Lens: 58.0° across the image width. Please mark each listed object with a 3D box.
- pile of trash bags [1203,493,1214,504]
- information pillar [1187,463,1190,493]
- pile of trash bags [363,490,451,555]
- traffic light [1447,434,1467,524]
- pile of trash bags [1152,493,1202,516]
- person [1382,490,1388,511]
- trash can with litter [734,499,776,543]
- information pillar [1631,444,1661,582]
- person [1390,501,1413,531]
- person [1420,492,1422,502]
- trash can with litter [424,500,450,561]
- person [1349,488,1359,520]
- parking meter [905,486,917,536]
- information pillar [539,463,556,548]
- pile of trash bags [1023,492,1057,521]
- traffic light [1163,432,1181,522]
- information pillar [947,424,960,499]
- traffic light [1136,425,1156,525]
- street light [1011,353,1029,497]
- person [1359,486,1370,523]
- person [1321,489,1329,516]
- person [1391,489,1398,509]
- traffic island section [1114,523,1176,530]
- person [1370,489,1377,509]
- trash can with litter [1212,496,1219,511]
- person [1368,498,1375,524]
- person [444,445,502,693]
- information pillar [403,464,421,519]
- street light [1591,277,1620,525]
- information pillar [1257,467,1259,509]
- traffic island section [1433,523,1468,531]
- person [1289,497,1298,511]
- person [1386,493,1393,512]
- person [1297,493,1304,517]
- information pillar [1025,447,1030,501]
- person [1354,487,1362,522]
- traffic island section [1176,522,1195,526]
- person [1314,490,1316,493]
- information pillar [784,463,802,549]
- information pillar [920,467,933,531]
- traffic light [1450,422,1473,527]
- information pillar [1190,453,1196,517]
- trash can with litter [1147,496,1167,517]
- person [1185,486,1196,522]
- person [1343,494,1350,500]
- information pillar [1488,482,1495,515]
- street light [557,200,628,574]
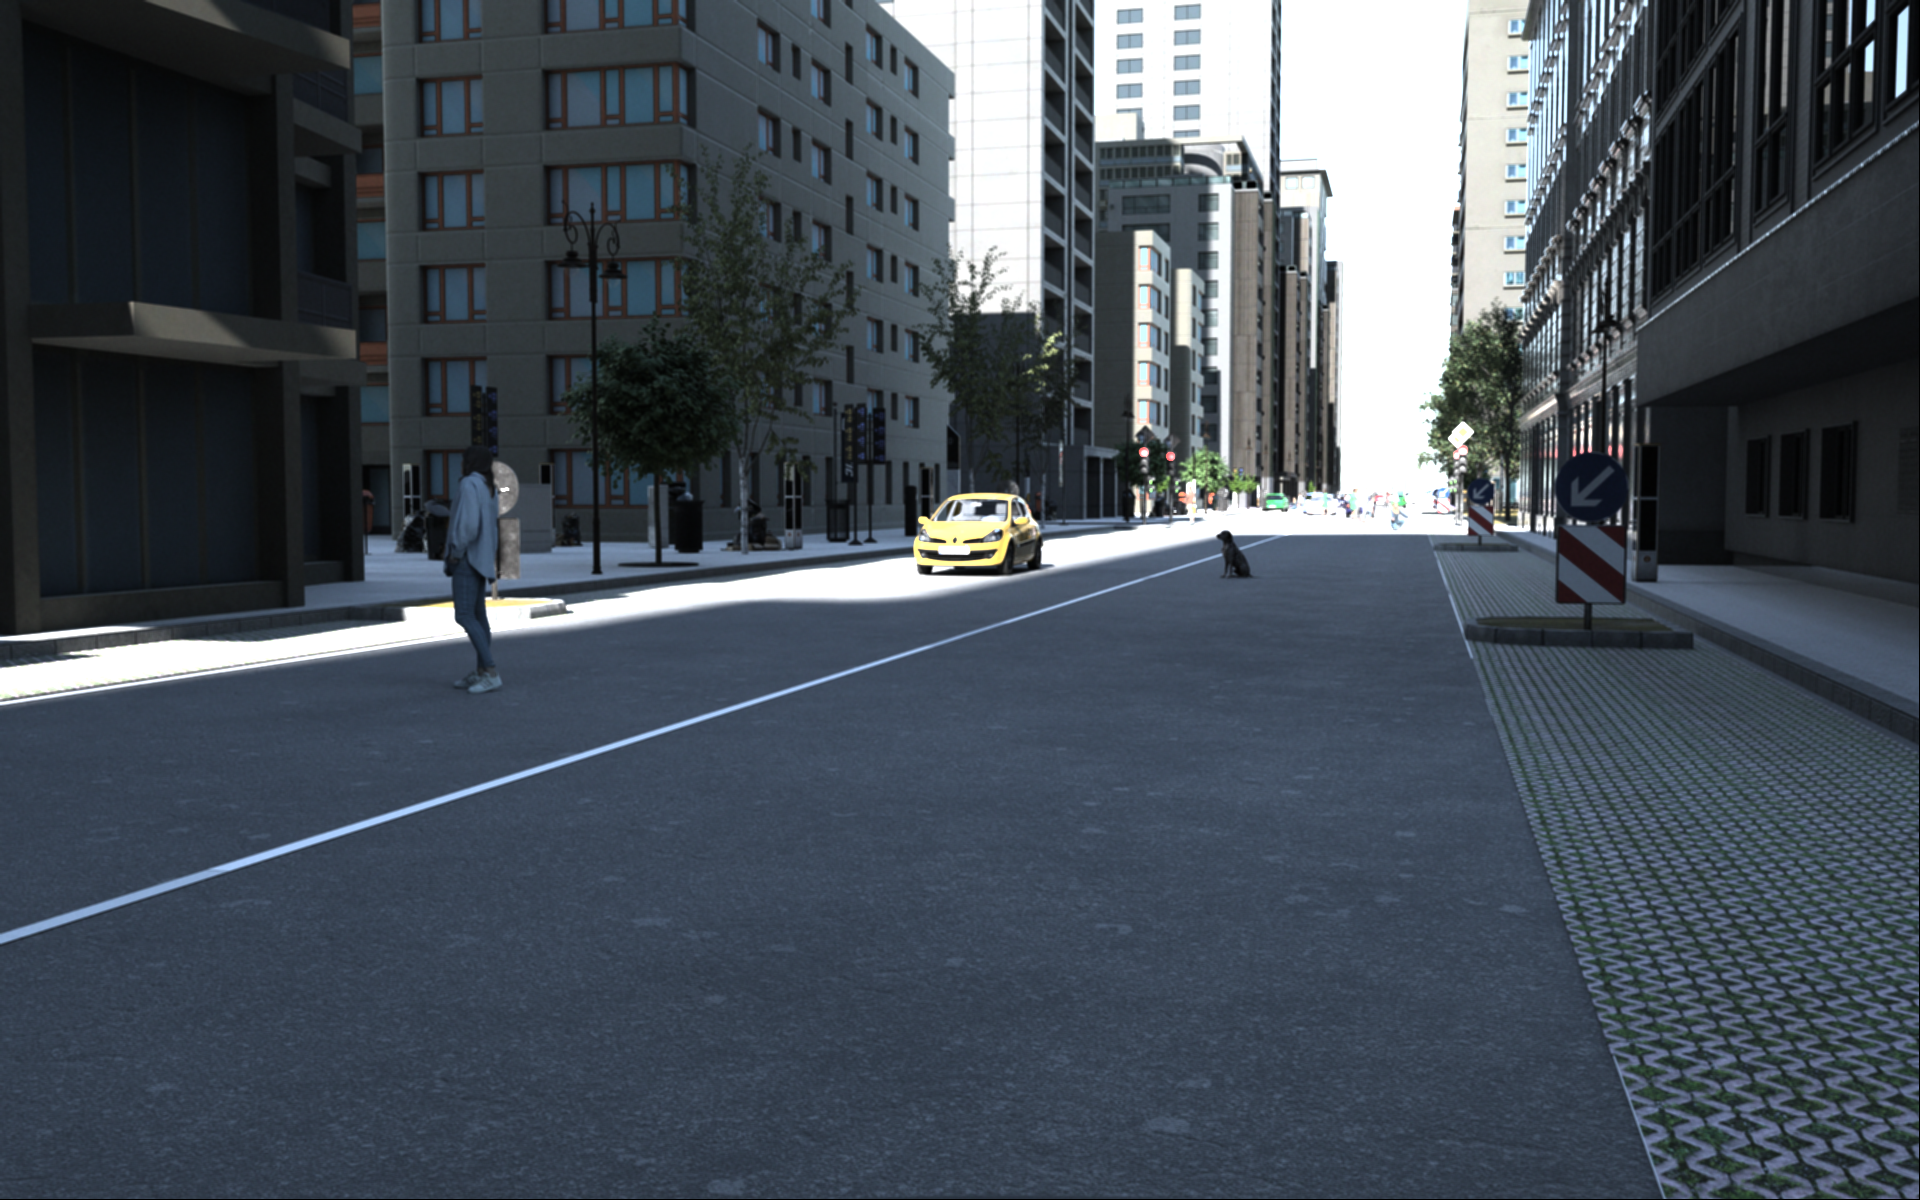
[{"bbox_3d":[19.943,-8.300,145.453,3.447,1.369,1.912,3,5,40],"label":"pile of trash bags"},{"bbox_3d":[16.400,-8.086,123.568,0.504,3.616,0.183,-1,4,-21],"label":"information pillar"},{"bbox_3d":[-11.713,-1.718,37.841,3.447,1.369,1.912,-3,5,-42],"label":"pile of trash bags"},{"bbox_3d":[21.596,-5.282,75.287,0.839,4.253,0.868,1,4,15],"label":"traffic light"},{"bbox_3d":[12.700,-5.696,102.886,1.912,1.369,3.447,2,4,28],"label":"pile of trash bags"},{"bbox_3d":[35.431,-8.292,144.262,0.526,1.800,0.537,1,4,10],"label":"person"},{"bbox_3d":[-5.377,-2.098,45.686,1.055,1.170,0.624,-3,5,-44],"label":"trash can with litter"},{"bbox_3d":[10.028,-1.274,25.324,0.304,2.012,0.304,0,4,8],"label":"information pillar"},{"bbox_3d":[17.118,-3.268,67.435,1.012,1.151,0.738,-1,4,-14],"label":"person"},{"bbox_3d":[75.687,-16.814,284.084,0.721,1.739,1.217,-1,4,-9],"label":"person"},{"bbox_3d":[-9.961,-1.361,33.643,0.624,1.170,1.055,-3,5,-43],"label":"trash can with litter"},{"bbox_3d":[22.100,-5.406,97.141,0.600,1.795,0.529,1,4,10],"label":"person"},{"bbox_3d":[-1.497,-2.719,52.867,0.372,1.533,0.369,0,3,0],"label":"parking meter"},{"bbox_3d":[-9.872,-2.260,41.448,0.304,2.012,0.304,0,4,-2],"label":"information pillar"},{"bbox_3d":[3.688,-4.447,82.463,1.912,1.369,3.447,0,4,-3],"label":"pile of trash bags"},{"bbox_3d":[9.585,-5.473,78.408,0.839,4.253,0.868,1,4,15],"label":"traffic light"},{"bbox_3d":[-0.228,-4.086,58.158,0.504,3.616,0.183,2,4,32],"label":"information pillar"},{"bbox_3d":[7.560,-5.001,70.682,0.839,4.253,0.868,1,4,15],"label":"traffic light"},{"bbox_3d":[1.902,-5.147,56.948,0.468,5.910,1.993,1,4,15],"label":"street light"},{"bbox_3d":[19.975,-4.698,85.407,0.391,1.810,0.635,3,5,44],"label":"person"},{"bbox_3d":[24.147,-6.467,114.485,0.529,1.795,0.600,2,4,25],"label":"person"},{"bbox_3d":[36.420,-8.361,145.084,0.818,1.842,0.514,0,4,-2],"label":"person"},{"bbox_3d":[7.524,-2.969,70.827,2.009,0.180,2.903,1,4,15],"label":"traffic island section"},{"bbox_3d":[30.981,-7.451,130.123,0.655,1.846,0.447,-2,4,-34],"label":"person"},{"bbox_3d":[19.030,-7.137,128.076,0.624,1.170,1.055,-1,4,-18],"label":"trash can with litter"},{"bbox_3d":[19.783,-4.291,83.337,0.352,1.250,0.332,2,4,27],"label":"person"},{"bbox_3d":[-3.557,-0.243,12.744,0.793,1.790,0.793,-2,4,-33],"label":"person"},{"bbox_3d":[-13.440,-2.326,42.515,0.304,2.012,0.304,2,4,33],"label":"information pillar"},{"bbox_3d":[13.793,-3.935,37.127,0.468,5.910,1.993,1,4,15],"label":"street light"},{"bbox_3d":[25.413,-9.554,147.567,0.183,3.616,0.504,1,4,9],"label":"information pillar"},{"bbox_3d":[21.632,-3.248,75.392,2.009,0.180,2.903,1,4,15],"label":"traffic island section"},{"bbox_3d":[28.401,-8.137,147.031,0.738,1.151,1.012,-2,4,-30],"label":"person"},{"bbox_3d":[35.304,-8.023,142.270,0.503,1.515,0.523,-3,5,-39],"label":"person"},{"bbox_3d":[20.879,-5.828,106.387,0.523,1.515,0.503,1,4,10],"label":"person"},{"bbox_3d":[3.299,-5.737,85.150,0.183,3.616,0.504,-1,4,-15],"label":"information pillar"},{"bbox_3d":[20.769,-4.970,90.034,0.573,1.790,0.520,0,4,-4],"label":"person"},{"bbox_3d":[9.548,-3.442,78.552,2.009,0.180,2.903,1,4,15],"label":"traffic island section"},{"bbox_3d":[29.589,-8.318,144.692,0.606,1.804,0.583,-1,4,-20],"label":"person"},{"bbox_3d":[-3.888,-2.197,40.420,0.304,2.012,0.304,2,4,35],"label":"information pillar"},{"bbox_3d":[-0.918,-2.660,47.989,0.304,2.012,0.304,1,4,13],"label":"information pillar"},{"bbox_3d":[19.571,-4.810,67.562,0.839,4.253,0.868,1,4,15],"label":"traffic light"},{"bbox_3d":[13.392,-6.586,99.036,0.183,3.616,0.504,1,4,8],"label":"information pillar"},{"bbox_3d":[10.825,-5.122,95.131,1.055,1.170,0.624,-3,4,-36],"label":"trash can with litter"},{"bbox_3d":[10.798,-4.444,81.139,0.573,1.828,0.580,-1,4,-10],"label":"person"},{"bbox_3d":[34.338,-8.671,153.455,0.628,1.438,0.799,2,4,26],"label":"person"},{"bbox_3d":[32.147,-6.134,104.776,0.304,2.012,0.304,-2,4,-33],"label":"information pillar"},{"bbox_3d":[-5.824,-3.353,27.603,0.468,5.910,1.993,1,4,15],"label":"street light"}]
